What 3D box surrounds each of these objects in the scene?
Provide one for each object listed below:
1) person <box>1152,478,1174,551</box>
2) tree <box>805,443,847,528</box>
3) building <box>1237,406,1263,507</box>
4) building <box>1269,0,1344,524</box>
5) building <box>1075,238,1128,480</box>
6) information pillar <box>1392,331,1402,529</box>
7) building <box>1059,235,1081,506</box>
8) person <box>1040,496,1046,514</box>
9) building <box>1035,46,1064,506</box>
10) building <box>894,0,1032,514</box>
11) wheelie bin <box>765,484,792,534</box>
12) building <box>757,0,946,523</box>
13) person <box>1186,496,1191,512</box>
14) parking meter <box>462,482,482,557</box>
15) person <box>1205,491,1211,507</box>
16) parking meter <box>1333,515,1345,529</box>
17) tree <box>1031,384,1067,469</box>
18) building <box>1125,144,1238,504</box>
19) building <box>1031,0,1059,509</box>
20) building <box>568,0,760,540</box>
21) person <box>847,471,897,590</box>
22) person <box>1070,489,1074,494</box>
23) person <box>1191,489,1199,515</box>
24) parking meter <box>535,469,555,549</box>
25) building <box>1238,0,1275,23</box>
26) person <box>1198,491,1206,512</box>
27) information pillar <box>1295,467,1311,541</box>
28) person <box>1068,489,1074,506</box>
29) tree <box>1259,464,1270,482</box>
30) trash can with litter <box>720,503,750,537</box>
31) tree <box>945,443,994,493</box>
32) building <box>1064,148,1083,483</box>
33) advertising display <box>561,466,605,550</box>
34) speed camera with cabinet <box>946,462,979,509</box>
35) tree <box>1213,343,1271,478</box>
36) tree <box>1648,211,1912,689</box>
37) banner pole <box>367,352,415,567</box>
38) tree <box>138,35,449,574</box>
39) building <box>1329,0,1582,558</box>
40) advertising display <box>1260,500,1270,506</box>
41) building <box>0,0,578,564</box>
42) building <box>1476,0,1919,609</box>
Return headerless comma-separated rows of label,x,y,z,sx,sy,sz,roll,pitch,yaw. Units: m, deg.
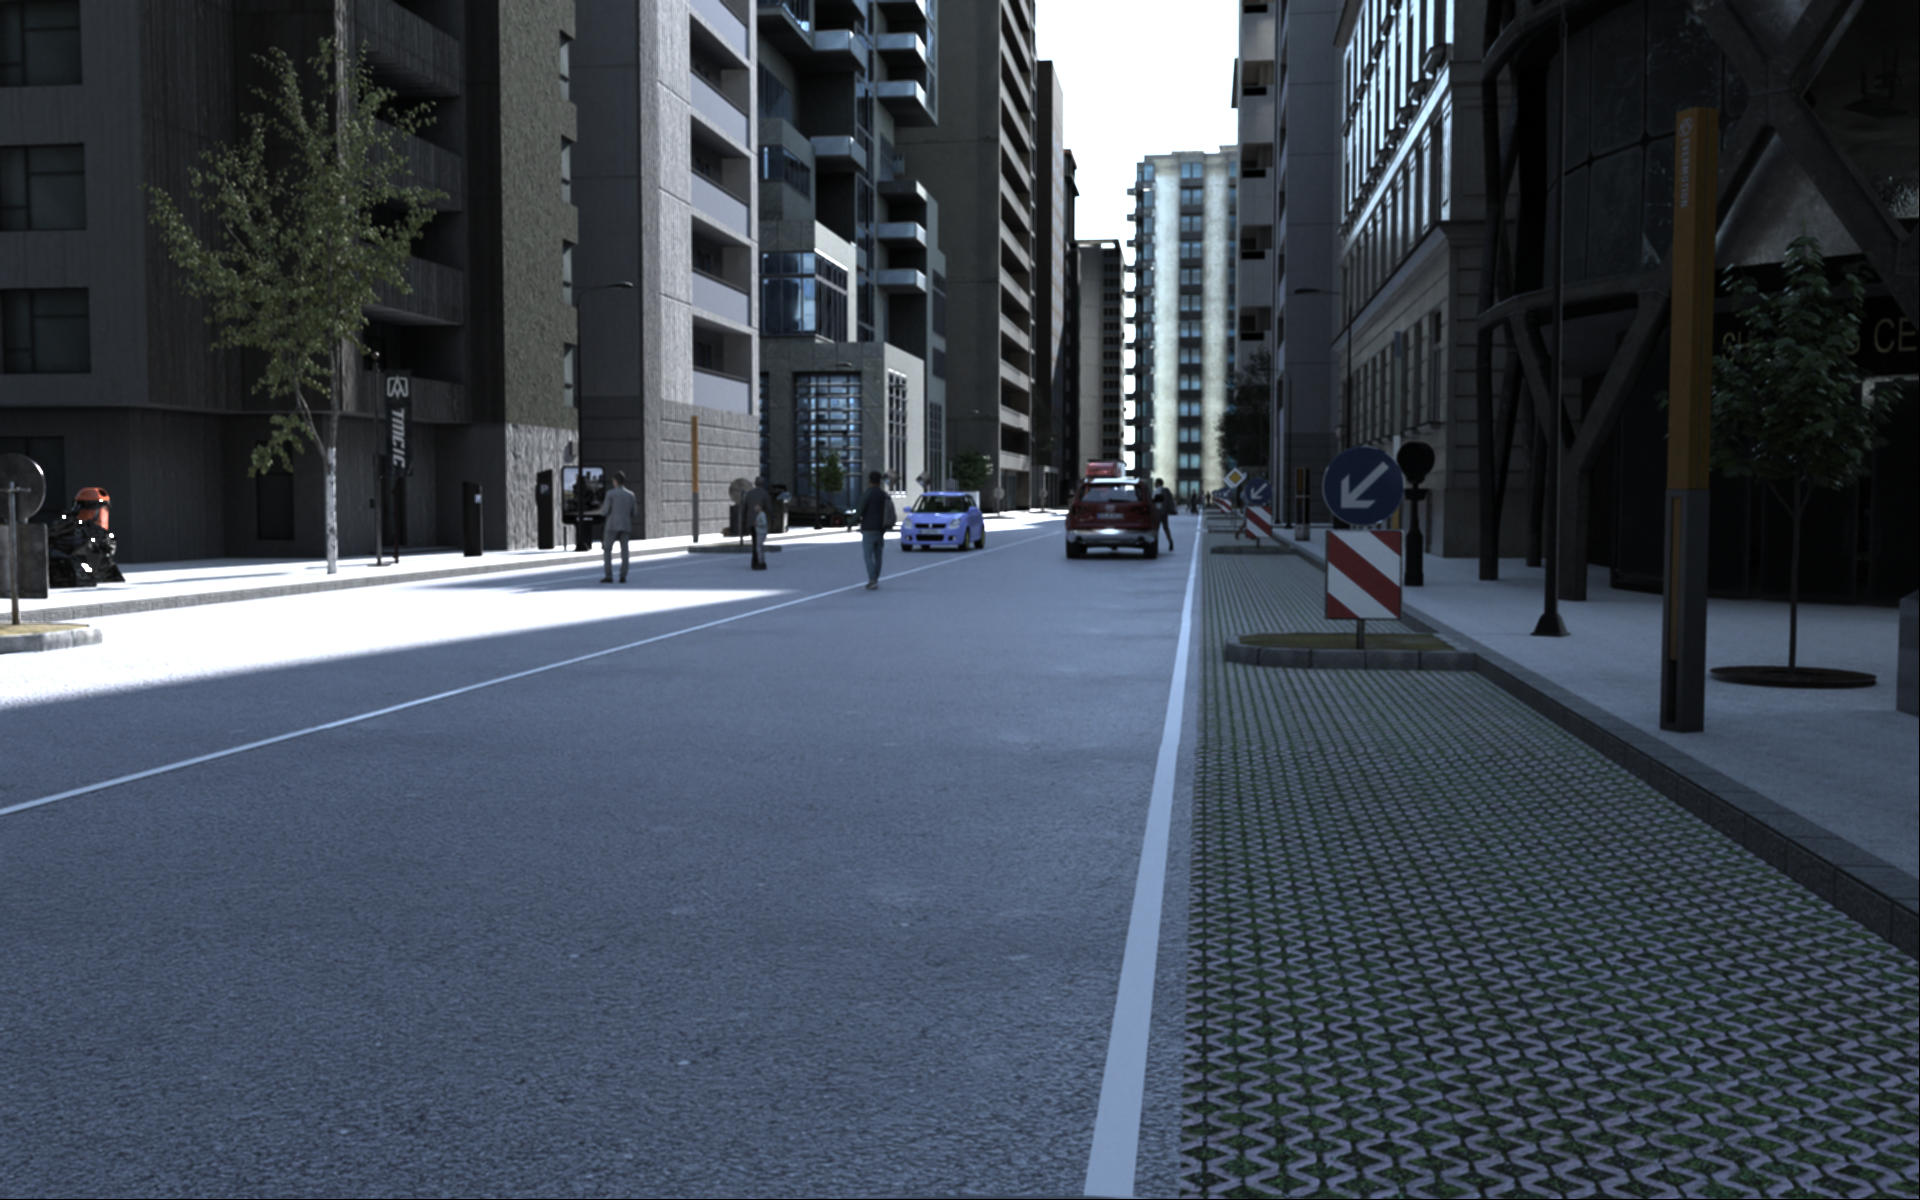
person,5.148,-2.165,43.996,0.679,1.850,0.850,-2,4,-29
tree,-4.795,-4.331,65.420,1.663,3.219,1.824,0,3,0
building,37.748,-33.149,165.686,21.300,48.544,21.600,0,4,8
building,28.669,-32.709,76.796,28.212,58.520,21.231,0,4,8
building,11.628,-33.998,247.747,23.993,40.220,32.217,0,4,8
information pillar,6.234,-2.042,24.742,0.183,3.616,0.504,1,4,12
building,5.820,-25.699,191.874,14.160,30.474,14.107,0,4,8
person,5.838,-6.687,122.110,0.475,1.303,0.640,1,4,19
building,3.119,-32.227,177.025,14.600,45.320,14.200,0,4,8
building,-6.565,-30.523,122.760,21.300,48.544,21.600,0,4,8
wheelie bin,-5.897,-2.939,55.958,0.980,1.594,0.693,1,4,11
building,-12.096,-47.409,87.803,22.319,86.520,31.000,0,4,8
person,18.452,-7.773,139.852,0.475,1.303,0.640,3,5,42
parking meter,-10.034,-1.666,35.649,0.372,1.533,0.369,0,3,0
person,27.418,-11.209,192.289,0.750,1.759,0.617,-1,4,-16
parking meter,10.565,-2.600,48.229,0.255,1.863,0.399,2,4,24
tree,4.387,-12.427,137.589,8.767,10.594,7.601,0,4,7
building,38.366,-37.920,239.599,30.456,49.044,23.786,0,4,8
building,-1.400,-44.102,159.325,20.563,71.187,20.611,0,4,8
building,-21.521,-31.481,56.708,28.212,58.520,21.231,0,4,8
person,-1.299,-1.061,26.190,0.623,1.781,0.721,-3,5,-44
person,9.933,-8.782,151.949,0.709,1.838,0.599,-3,4,-37
person,15.927,-6.654,117.706,0.534,1.772,0.576,-3,5,-44
parking meter,-9.624,-2.108,40.178,0.399,1.863,0.255,0,4,-2
building,33.632,-32.724,124.271,28.713,52.752,27.495,0,4,8
person,19.794,-8.091,141.625,0.563,1.720,0.643,-1,4,-21
information pillar,9.405,-2.631,47.516,0.304,2.012,0.304,-3,5,-43
person,8.807,-7.790,136.050,0.728,1.800,0.709,1,4,16
tree,16.881,-6.051,93.528,1.663,3.219,1.824,0,3,0
trash can with litter,-6.746,-2.486,52.026,1.055,1.170,0.624,2,4,30
tree,0.612,-7.712,109.799,4.285,4.588,4.351,0,3,0
building,1.508,-34.217,214.079,28.867,44.769,22.147,0,4,8
advertising display,-8.645,-2.112,39.753,0.974,1.923,0.123,-1,4,-20
speed camera with cabinet,0.136,-6.811,105.692,2.038,3.252,0.660,1,4,18
tree,19.028,-10.597,107.667,7.601,10.594,8.767,-2,4,-28
tree,5.846,-1.056,11.875,1.663,3.219,1.824,0,3,0
banner pole,-10.088,-2.486,30.660,0.863,3.779,0.401,0,4,-1
tree,-10.312,-4.722,27.560,4.737,8.622,4.395,0,3,0
building,18.876,-13.083,47.183,16.112,22.955,30.059,0,4,8
advertising display,16.851,-5.551,95.972,0.974,1.923,0.123,-2,4,-35
building,-17.495,-16.239,37.212,14.160,30.474,14.107,0,4,8
building,15.648,-9.528,23.233,16.820,18.784,16.811,0,4,8
